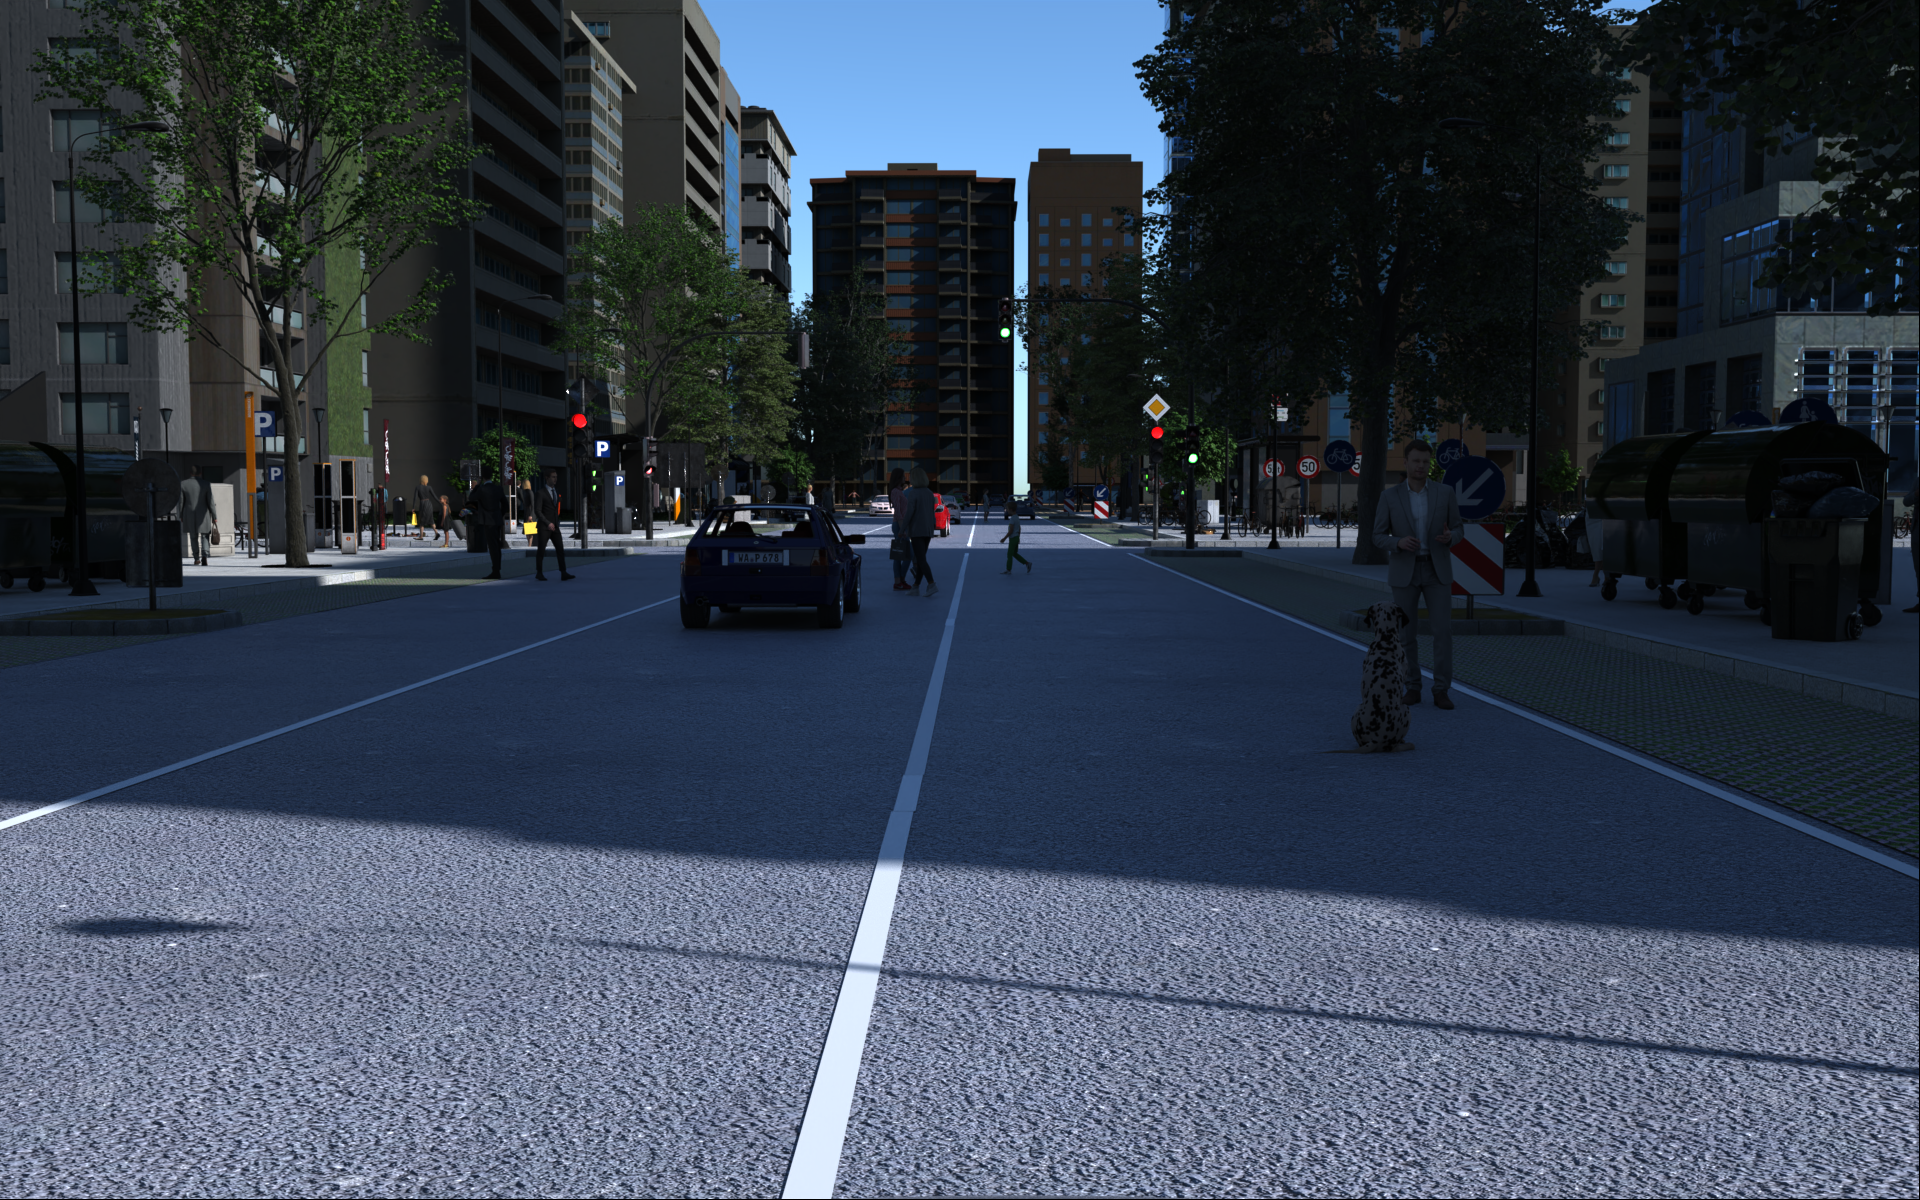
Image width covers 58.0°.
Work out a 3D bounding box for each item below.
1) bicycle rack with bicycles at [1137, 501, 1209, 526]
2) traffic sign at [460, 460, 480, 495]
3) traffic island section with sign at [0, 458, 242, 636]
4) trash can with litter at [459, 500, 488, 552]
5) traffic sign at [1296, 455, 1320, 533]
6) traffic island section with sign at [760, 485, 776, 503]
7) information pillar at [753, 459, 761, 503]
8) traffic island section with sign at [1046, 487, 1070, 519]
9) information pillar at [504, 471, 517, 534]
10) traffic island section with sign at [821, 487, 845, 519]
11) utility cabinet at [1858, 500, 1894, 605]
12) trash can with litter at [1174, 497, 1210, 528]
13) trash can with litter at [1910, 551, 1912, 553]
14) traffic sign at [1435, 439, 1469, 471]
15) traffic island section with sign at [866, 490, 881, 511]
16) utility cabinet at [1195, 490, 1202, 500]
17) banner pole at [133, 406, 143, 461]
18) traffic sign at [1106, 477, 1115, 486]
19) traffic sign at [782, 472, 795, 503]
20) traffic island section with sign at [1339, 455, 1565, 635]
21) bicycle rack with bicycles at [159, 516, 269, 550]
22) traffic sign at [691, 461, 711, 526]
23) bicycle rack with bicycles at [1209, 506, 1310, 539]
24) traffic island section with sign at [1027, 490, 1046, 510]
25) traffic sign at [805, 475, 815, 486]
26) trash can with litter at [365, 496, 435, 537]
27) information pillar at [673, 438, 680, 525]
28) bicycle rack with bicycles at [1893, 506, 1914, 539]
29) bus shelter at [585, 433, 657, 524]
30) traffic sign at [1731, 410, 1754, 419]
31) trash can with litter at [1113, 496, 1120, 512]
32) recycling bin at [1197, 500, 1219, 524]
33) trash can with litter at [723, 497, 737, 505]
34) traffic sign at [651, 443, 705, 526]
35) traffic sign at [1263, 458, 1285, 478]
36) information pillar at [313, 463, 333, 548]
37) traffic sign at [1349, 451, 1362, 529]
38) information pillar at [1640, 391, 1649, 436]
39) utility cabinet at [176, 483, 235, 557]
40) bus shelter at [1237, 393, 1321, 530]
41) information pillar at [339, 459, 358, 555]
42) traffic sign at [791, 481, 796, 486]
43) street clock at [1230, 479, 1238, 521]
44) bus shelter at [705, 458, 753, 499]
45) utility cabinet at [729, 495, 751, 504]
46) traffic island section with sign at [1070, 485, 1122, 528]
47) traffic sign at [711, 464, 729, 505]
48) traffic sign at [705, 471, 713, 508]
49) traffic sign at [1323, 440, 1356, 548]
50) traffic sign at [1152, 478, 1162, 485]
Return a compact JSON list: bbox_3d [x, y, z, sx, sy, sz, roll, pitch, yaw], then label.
[{"bbox_3d":[8.479,-3.528,71.072,2.925,0.926,2.852,3,4,39],"label":"bicycle rack with bicycles"},{"bbox_3d":[-14.620,-3.032,51.709,0.606,2.300,0.079,0,4,8],"label":"traffic sign"},{"bbox_3d":[-8.797,-0.593,18.319,1.989,1.847,2.006,0,4,1],"label":"traffic island section with sign"},{"bbox_3d":[-10.683,-1.639,38.183,0.624,1.170,1.055,-1,4,-12],"label":"trash can with litter"},{"bbox_3d":[11.388,-3.461,56.701,0.768,2.556,0.104,0,4,8],"label":"traffic sign"},{"bbox_3d":[-8.112,-3.957,73.320,1.989,1.847,2.006,0,4,1],"label":"traffic island section with sign"},{"bbox_3d":[-11.762,-6.671,100.419,0.504,3.616,0.183,-1,4,-17],"label":"information pillar"},{"bbox_3d":[6.153,-5.599,100.163,1.989,1.847,2.006,0,4,1],"label":"traffic island section with sign"},{"bbox_3d":[-14.415,-3.115,55.426,0.304,2.012,0.304,2,4,25],"label":"information pillar"},{"bbox_3d":[-7.754,-5.680,101.499,1.989,1.847,2.006,0,4,1],"label":"traffic island section with sign"},{"bbox_3d":[10.407,-0.565,20.403,1.020,1.237,0.306,2,4,28],"label":"utility cabinet"},{"bbox_3d":[8.955,-3.340,65.663,1.678,1.210,2.233,0,4,7],"label":"trash can with litter"},{"bbox_3d":[20.376,-1.503,35.959,1.055,1.170,0.624,-1,4,-11],"label":"trash can with litter"},{"bbox_3d":[11.300,-2.430,39.840,0.768,2.556,0.104,0,4,3],"label":"traffic sign"},{"bbox_3d":[-7.128,-8.678,150.515,1.989,1.847,2.006,0,4,1],"label":"traffic island section with sign"},{"bbox_3d":[12.373,-4.987,90.216,0.318,1.500,1.173,0,4,2],"label":"utility cabinet"},{"bbox_3d":[-23.388,-3.629,49.348,0.401,3.779,0.863,-1,4,-10],"label":"banner pole"},{"bbox_3d":[10.440,-7.394,120.998,0.768,2.556,0.104,0,4,5],"label":"traffic sign"},{"bbox_3d":[-9.841,-6.062,99.223,0.768,2.556,0.104,0,4,4],"label":"traffic sign"},{"bbox_3d":[5.127,-0.598,18.403,1.989,1.847,2.006,0,4,1],"label":"traffic island section with sign"},{"bbox_3d":[-17.629,-1.649,40.341,2.925,0.926,2.852,-1,4,-11],"label":"bicycle rack with bicycles"},{"bbox_3d":[-10.274,-4.186,68.439,0.884,2.594,0.081,0,4,7],"label":"traffic sign"},{"bbox_3d":[9.261,-2.320,51.316,2.852,0.926,2.925,2,4,26],"label":"bicycle rack with bicycles"},{"bbox_3d":[6.787,-8.731,151.377,1.989,1.847,2.006,0,4,1],"label":"traffic island section with sign"},{"bbox_3d":[-9.953,-6.970,114.065,0.768,2.556,0.104,0,4,7],"label":"traffic sign"},{"bbox_3d":[-16.631,-2.503,51.981,2.233,1.210,1.678,2,4,31],"label":"trash can with litter"},{"bbox_3d":[-11.938,-4.993,72.995,0.183,3.616,0.504,1,4,13],"label":"information pillar"},{"bbox_3d":[27.766,-2.300,50.988,2.925,0.926,2.852,-1,4,-17],"label":"bicycle rack with bicycles"},{"bbox_3d":[-13.569,-4.791,69.613,1.731,3.624,6.357,0,4,1],"label":"bus shelter"},{"bbox_3d":[11.970,-1.608,26.399,0.768,2.556,0.104,0,4,7],"label":"traffic sign"},{"bbox_3d":[10.976,-6.862,123.254,2.233,1.210,1.678,0,4,6],"label":"trash can with litter"},{"bbox_3d":[10.520,-3.734,73.600,0.722,1.027,0.722,-3,4,-37],"label":"recycling bin"},{"bbox_3d":[-10.154,-3.966,76.228,0.624,1.170,1.055,0,4,1],"label":"trash can with litter"},{"bbox_3d":[-11.300,-4.606,69.176,2.265,3.308,0.079,0,4,6],"label":"traffic sign"},{"bbox_3d":[11.100,-3.745,61.334,0.768,2.556,0.104,1,4,8],"label":"traffic sign"},{"bbox_3d":[-15.088,-2.234,41.019,0.304,2.012,0.304,1,4,17],"label":"information pillar"},{"bbox_3d":[11.959,-3.161,51.780,0.768,2.556,0.104,1,4,10],"label":"traffic sign"},{"bbox_3d":[15.638,-2.953,39.636,0.183,3.616,0.504,1,4,12],"label":"information pillar"},{"bbox_3d":[-15.303,-1.620,35.161,0.318,1.500,1.173,2,4,25],"label":"utility cabinet"},{"bbox_3d":[11.884,-5.411,66.106,2.179,5.291,8.768,0,4,1],"label":"bus shelter"},{"bbox_3d":[-12.977,-1.974,36.761,0.304,2.012,0.304,-1,4,-12],"label":"information pillar"},{"bbox_3d":[-10.578,-6.579,107.574,0.884,2.594,0.081,1,4,10],"label":"traffic sign"},{"bbox_3d":[12.846,-4.692,81.279,0.358,2.002,0.471,2,4,33],"label":"street clock"},{"bbox_3d":[-13.313,-6.487,99.987,2.014,3.302,5.546,0,4,1],"label":"bus shelter"},{"bbox_3d":[-10.290,-4.272,81.012,1.020,1.237,0.306,-3,5,-40],"label":"utility cabinet"},{"bbox_3d":[5.814,-3.950,73.210,1.989,1.847,2.006,0,4,1],"label":"traffic island section with sign"},{"bbox_3d":[-10.139,-4.462,73.059,0.768,2.556,0.104,0,4,2],"label":"traffic sign"},{"bbox_3d":[-13.856,-5.791,94.781,0.768,2.556,0.104,0,4,5],"label":"traffic sign"},{"bbox_3d":[8.925,-2.488,40.784,0.768,2.556,0.104,0,4,3],"label":"traffic sign"},{"bbox_3d":[12.058,-6.525,106.686,0.884,2.594,0.081,0,4,6],"label":"traffic sign"}]
